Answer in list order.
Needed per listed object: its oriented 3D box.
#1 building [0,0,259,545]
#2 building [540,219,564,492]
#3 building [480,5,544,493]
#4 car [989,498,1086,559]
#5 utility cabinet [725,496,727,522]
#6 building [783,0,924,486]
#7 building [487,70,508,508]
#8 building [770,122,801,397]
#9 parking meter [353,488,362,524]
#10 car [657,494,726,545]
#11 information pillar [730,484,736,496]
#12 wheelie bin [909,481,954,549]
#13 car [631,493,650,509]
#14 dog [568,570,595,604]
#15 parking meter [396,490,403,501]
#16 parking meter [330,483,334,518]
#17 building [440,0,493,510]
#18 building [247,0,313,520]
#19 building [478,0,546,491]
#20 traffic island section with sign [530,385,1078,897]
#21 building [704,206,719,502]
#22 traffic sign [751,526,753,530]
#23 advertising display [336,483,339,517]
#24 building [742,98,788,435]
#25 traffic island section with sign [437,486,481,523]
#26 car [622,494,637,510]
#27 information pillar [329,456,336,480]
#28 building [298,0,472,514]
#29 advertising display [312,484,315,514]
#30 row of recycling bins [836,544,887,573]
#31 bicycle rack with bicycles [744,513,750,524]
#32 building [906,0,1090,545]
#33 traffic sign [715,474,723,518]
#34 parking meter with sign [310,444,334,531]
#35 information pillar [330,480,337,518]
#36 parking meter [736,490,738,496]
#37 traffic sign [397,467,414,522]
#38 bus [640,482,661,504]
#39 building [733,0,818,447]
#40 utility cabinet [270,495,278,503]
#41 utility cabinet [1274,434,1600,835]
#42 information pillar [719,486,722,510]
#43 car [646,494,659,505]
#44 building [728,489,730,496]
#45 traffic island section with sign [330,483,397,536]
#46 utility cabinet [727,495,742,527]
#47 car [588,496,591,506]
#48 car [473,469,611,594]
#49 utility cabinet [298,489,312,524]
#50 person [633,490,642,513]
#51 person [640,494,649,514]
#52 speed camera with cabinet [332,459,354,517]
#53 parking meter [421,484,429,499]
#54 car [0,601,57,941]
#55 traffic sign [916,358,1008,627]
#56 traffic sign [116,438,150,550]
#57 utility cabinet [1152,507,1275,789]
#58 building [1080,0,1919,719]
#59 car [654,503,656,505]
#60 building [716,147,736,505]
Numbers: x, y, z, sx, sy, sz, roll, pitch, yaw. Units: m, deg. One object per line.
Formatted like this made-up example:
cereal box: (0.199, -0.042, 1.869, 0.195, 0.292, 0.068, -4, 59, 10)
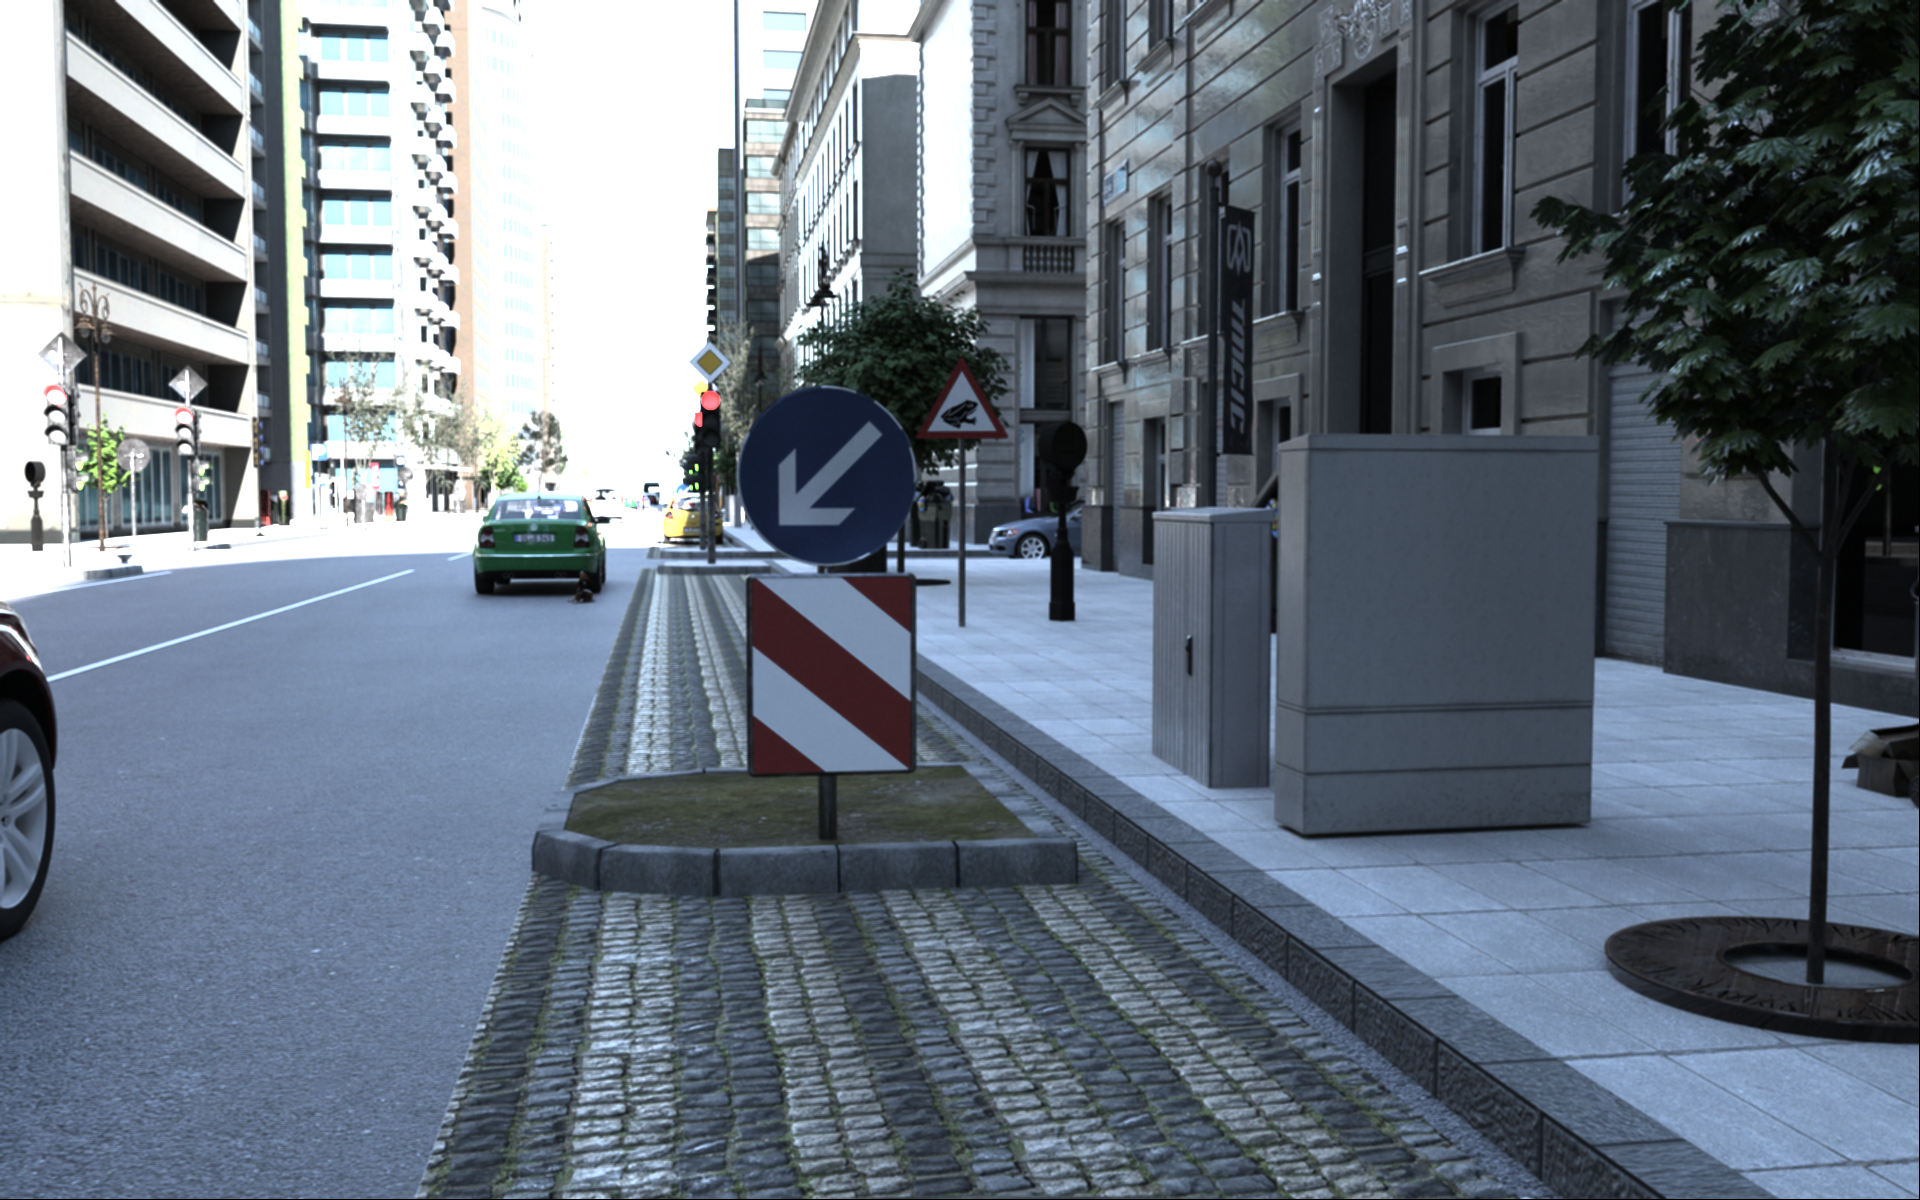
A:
building: (-34.855, -26.136, 51.028, 21.300, 48.544, 21.600, -1, 4, -10)
building: (-65.210, -34.679, 250.589, 14.154, 41.232, 14.086, -1, 4, -10)
building: (-62.084, -40.731, 207.955, 21.231, 58.520, 28.212, -1, 4, -10)
car: (2.842, -1.488, 36.336, 4.499, 1.417, 2.014, 0, 4, -8)
utility cabinet: (-10.788, -4.254, 80.707, 0.306, 1.237, 1.020, 0, 4, -4)
building: (1.290, -14.875, 76.491, 16.112, 22.955, 30.059, -1, 4, -10)
building: (-50.187, -29.205, 161.093, 14.154, 41.232, 14.086, -1, 4, -10)
building: (-4.347, -18.730, 103.497, 12.463, 27.353, 25.104, -1, 4, -10)
parking meter: (-25.631, -3.995, 73.735, 0.372, 1.533, 0.369, 0, 3, 0)
car: (-7.769, -2.446, 50.222, 2.015, 1.641, 3.980, -1, 4, -10)
information pillar: (-13.922, -6.220, 106.196, 0.304, 2.012, 0.304, 0, 4, 1)
wheelie bin: (-0.554, -1.997, 40.557, 0.693, 1.594, 0.980, 3, 4, 36)
car: (-31.141, -9.729, 168.656, 1.945, 1.707, 3.694, 0, 4, -8)
dog: (-5.092, -0.175, 23.062, 0.550, 0.427, 0.748, 2, 4, 27)
parking meter: (-34.644, -6.034, 107.064, 0.372, 1.533, 0.369, 0, 3, 0)
parking meter: (-31.539, -4.946, 86.576, 0.255, 1.863, 0.399, 1, 4, 22)
building: (-47.750, -30.389, 146.965, 14.600, 45.320, 14.200, -1, 4, -10)
building: (-39.801, -24.362, 81.919, 14.154, 41.232, 14.086, -1, 4, -10)
building: (-66.660, -48.517, 231.508, 20.563, 71.187, 20.611, -1, 4, -10)
traffic island section with sign: (-0.712, 0.094, 7.096, 1.989, 1.847, 2.006, -1, 4, -10)
building: (-26.910, -36.978, 259.218, 22.147, 44.769, 28.867, -1, 4, -10)
traffic sign: (-7.484, -3.806, 62.334, 0.768, 2.556, 0.104, 0, 4, -2)
advertising display: (-35.275, -5.654, 97.654, 0.123, 1.923, 0.974, -3, 5, -42)
building: (-9.366, -21.963, 130.793, 14.160, 30.474, 14.107, -1, 4, -10)
traffic island section with sign: (-25.186, -4.804, 87.181, 1.989, 1.847, 2.006, -1, 4, -10)
car: (-30.031, -9.042, 156.638, 1.959, 1.807, 4.718, -1, 4, -10)
information pillar: (-38.813, -7.085, 107.192, 0.183, 3.616, 0.504, 1, 4, 22)
building: (-48.524, -30.857, 124.122, 23.786, 49.044, 30.456, -1, 4, -10)
advertising display: (-41.063, -6.399, 109.834, 0.123, 1.923, 0.974, 0, 4, -4)
row of recycling bins: (-1.795, -1.347, 29.143, 1.069, 1.692, 3.534, -1, 4, -9)
bicycle rack with bicycles: (-8.183, -3.786, 75.276, 2.852, 0.926, 2.925, -1, 4, -17)
building: (8.685, -13.496, 49.540, 19.941, 23.489, 11.050, -1, 4, -10)
traffic sign: (-12.887, -5.739, 93.931, 0.768, 2.556, 0.104, 0, 4, -6)
parking meter with sign: (-22.670, -4.000, 61.666, 0.543, 3.016, 1.738, -1, 4, -12)
information pillar: (-33.935, -5.457, 93.710, 0.304, 2.012, 0.304, -2, 4, -33)
parking meter: (-14.604, -6.537, 112.586, 0.399, 1.863, 0.255, -3, 4, -37)
traffic sign: (-25.719, -4.908, 80.348, 0.768, 2.556, 0.104, 0, 4, -5)
bus: (-46.536, -16.255, 260.630, 2.948, 3.499, 13.247, -1, 4, -12)
building: (-9.266, -37.318, 152.150, 21.231, 58.520, 28.212, -1, 4, -10)
utility cabinet: (-31.249, -4.094, 78.102, 1.020, 1.237, 0.306, 1, 4, 22)
utility cabinet: (1.816, 0.125, 6.639, 1.173, 1.500, 0.318, -1, 4, -11)
information pillar: (-15.834, -7.542, 114.670, 0.183, 3.616, 0.504, -2, 4, -25)
car: (-40.718, -13.397, 228.082, 2.155, 1.783, 4.494, 0, 4, -8)
building: (-13.401, -45.190, 177.104, 20.563, 71.187, 20.611, -1, 4, -10)
traffic island section with sign: (-20.571, -3.133, 59.857, 1.989, 1.847, 2.006, -1, 4, -10)
utility cabinet: (-8.714, -3.433, 67.295, 0.306, 1.237, 1.020, -1, 4, -19)
car: (-35.790, -9.831, 170.954, 2.015, 1.641, 3.980, -1, 4, -9)
car: (-6.336, -1.076, 26.394, 1.959, 1.807, 4.718, -1, 4, -10)
utility cabinet: (-27.587, -3.929, 72.915, 0.318, 1.500, 1.173, -1, 4, -10)
person: (-24.566, -7.489, 131.879, 0.756, 1.711, 0.436, -1, 4, -21)
person: (-23.250, -7.066, 127.291, 0.557, 1.426, 1.065, -3, 5, -44)
speed camera with cabinet: (-35.069, -6.419, 99.283, 0.660, 3.252, 2.038, 1, 4, 21)
parking meter: (-31.425, -5.873, 101.731, 0.399, 1.863, 0.255, 0, 4, 1)
car: (-3.820, 0.298, 3.808, 2.281, 1.827, 5.304, 0, 4, -8)
traffic sign: (0.018, -1.020, 16.686, 0.884, 2.594, 0.081, 0, 4, 0)
traffic sign: (-18.886, -2.413, 39.564, 0.768, 2.556, 0.104, 0, 4, -2)
utility cabinet: (1.144, 0.192, 8.021, 0.306, 1.237, 1.020, 0, 4, -8)
building: (9.666, -13.507, 18.096, 12.463, 27.353, 25.104, -1, 4, -10)
car: (-41.941, -13.578, 234.006, 2.014, 1.417, 4.499, -1, 4, -9)
building: (-22.036, -32.072, 207.973, 14.154, 41.232, 14.086, -1, 4, -10)
